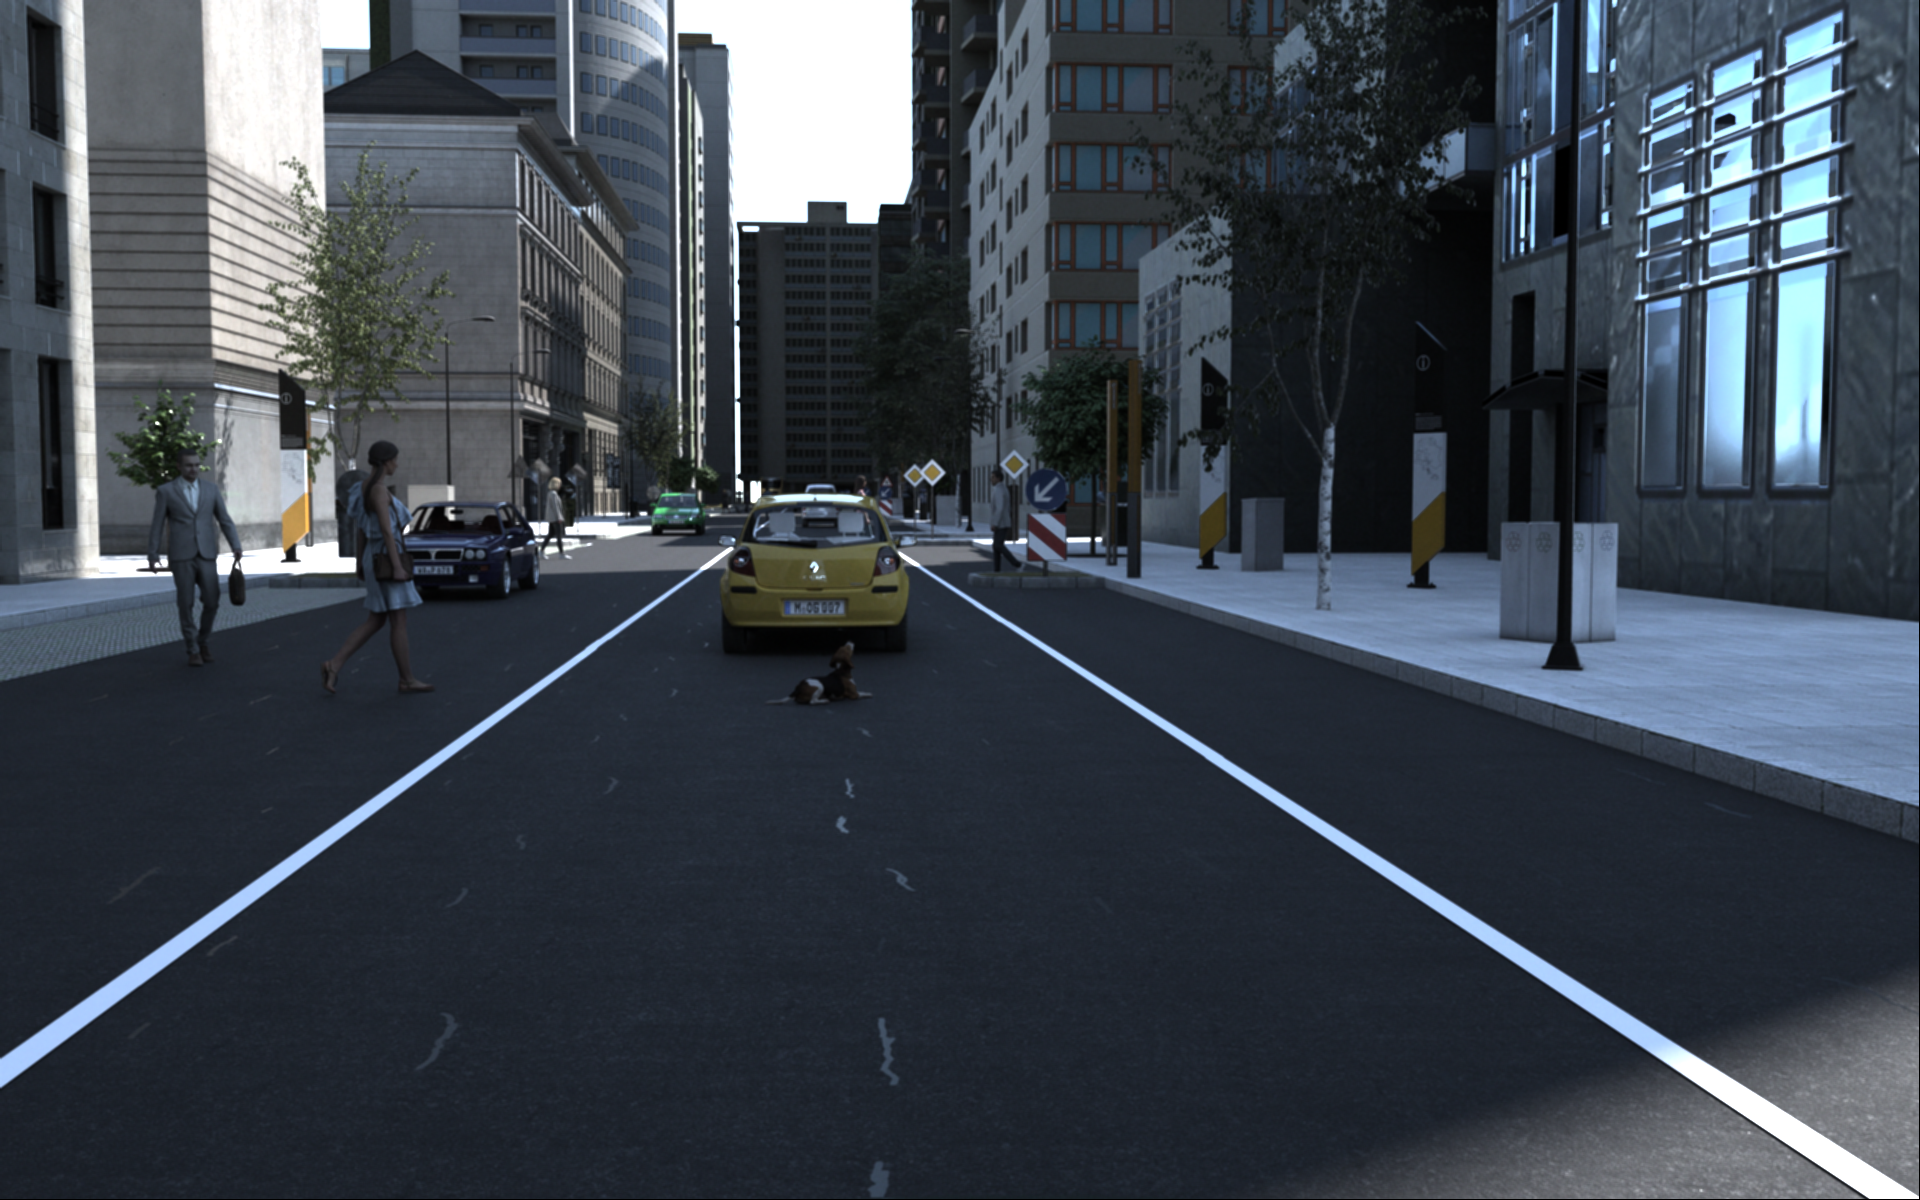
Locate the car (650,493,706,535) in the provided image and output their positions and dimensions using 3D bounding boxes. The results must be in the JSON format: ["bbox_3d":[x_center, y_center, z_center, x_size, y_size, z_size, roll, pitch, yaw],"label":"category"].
[{"bbox_3d":[-9.998,-3.227,61.564,1.959,1.807,4.718,0,4,-7],"label":"car"}]

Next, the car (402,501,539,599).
[{"bbox_3d":[-7.148,-0.749,24.828,1.945,1.354,3.894,0,4,-5],"label":"car"}]

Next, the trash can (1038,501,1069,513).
[{"bbox_3d":[2.034,-1.621,38.153,0.748,1.137,0.748,0,3,0],"label":"trash can"}]

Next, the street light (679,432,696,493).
[{"bbox_3d":[-20.345,-9.577,129.120,1.470,5.913,1.316,0,4,-5],"label":"street light"}]

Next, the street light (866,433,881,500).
[{"bbox_3d":[-6.600,-9.751,131.967,1.470,5.913,1.316,0,4,-5],"label":"street light"}]

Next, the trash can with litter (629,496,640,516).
[{"bbox_3d":[-18.659,-5.401,99.691,0.624,1.170,1.055,-2,4,-30],"label":"trash can with litter"}]

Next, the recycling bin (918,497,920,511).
[{"bbox_3d":[-2.691,-7.265,131.337,0.722,1.027,0.722,-2,4,-32],"label":"recycling bin"}]

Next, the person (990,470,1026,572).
[{"bbox_3d":[0.760,-1.279,29.265,0.795,1.843,0.661,1,4,15],"label":"person"}]

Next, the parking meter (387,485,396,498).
[{"bbox_3d":[-15.212,-2.307,46.128,0.372,1.533,0.369,0,3,0],"label":"parking meter"}]

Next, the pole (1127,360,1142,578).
[{"bbox_3d":[2.664,-1.992,26.419,0.158,3.312,0.155,0,3,0],"label":"pole"}]

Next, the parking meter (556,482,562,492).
[{"bbox_3d":[-16.591,-4.017,71.393,0.255,1.863,0.399,1,4,21],"label":"parking meter"}]

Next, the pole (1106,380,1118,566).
[{"bbox_3d":[2.725,-2.275,31.042,0.158,3.312,0.155,0,3,0],"label":"pole"}]

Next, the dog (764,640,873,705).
[{"bbox_3d":[-0.981,0.500,12.025,0.748,0.427,0.550,0,4,-2],"label":"dog"}]

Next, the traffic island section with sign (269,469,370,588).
[{"bbox_3d":[-9.534,-1.134,27.162,1.989,1.847,2.006,0,4,-5],"label":"traffic island section with sign"}]

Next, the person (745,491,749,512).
[{"bbox_3d":[-16.844,-7.806,137.052,0.530,1.710,0.541,1,4,19],"label":"person"}]

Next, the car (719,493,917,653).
[{"bbox_3d":[-1.411,-0.422,17.120,2.015,1.641,3.980,0,4,-4],"label":"car"}]

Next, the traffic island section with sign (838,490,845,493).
[{"bbox_3d":[-12.914,-10.900,186.843,1.989,1.847,2.006,0,4,-5],"label":"traffic island section with sign"}]

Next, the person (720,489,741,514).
[{"bbox_3d":[-16.837,-7.218,126.730,1.509,1.804,0.699,1,4,12],"label":"person"}]

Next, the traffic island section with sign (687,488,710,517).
[{"bbox_3d":[-16.725,-6.116,108.621,1.989,1.847,2.006,0,4,-5],"label":"traffic island section with sign"}]

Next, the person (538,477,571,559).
[{"bbox_3d":[-8.995,-1.813,38.323,0.728,1.800,0.709,-1,4,-17],"label":"person"}]

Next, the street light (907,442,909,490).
[{"bbox_3d":[-3.391,-7.509,95.314,1.470,5.913,1.316,0,4,-5],"label":"street light"}]

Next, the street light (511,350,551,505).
[{"bbox_3d":[-13.854,-5.090,55.766,1.470,5.913,1.316,0,4,-5],"label":"street light"}]

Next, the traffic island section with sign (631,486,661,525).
[{"bbox_3d":[-14.282,-4.425,80.972,1.989,1.847,2.006,0,4,-5],"label":"traffic island section with sign"}]

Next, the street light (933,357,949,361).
[{"bbox_3d":[-0.205,-5.285,58.945,1.470,5.913,1.316,0,4,-5],"label":"street light"}]

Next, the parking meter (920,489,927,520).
[{"bbox_3d":[-1.779,-4.634,84.185,0.372,1.533,0.369,0,3,0],"label":"parking meter"}]

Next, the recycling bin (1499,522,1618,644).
[{"bbox_3d":[5.263,-0.164,15.241,0.722,1.027,0.722,-2,4,-29],"label":"recycling bin"}]

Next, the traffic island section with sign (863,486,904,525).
[{"bbox_3d":[-3.681,-4.497,82.148,1.989,1.847,2.006,0,4,-5],"label":"traffic island section with sign"}]

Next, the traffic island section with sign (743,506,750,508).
[{"bbox_3d":[-23.438,-10.769,184.701,1.989,1.847,2.006,0,4,-5],"label":"traffic island section with sign"}]

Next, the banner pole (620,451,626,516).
[{"bbox_3d":[-19.980,-6.826,101.628,0.863,3.779,0.401,-1,4,-8],"label":"banner pole"}]

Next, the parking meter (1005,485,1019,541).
[{"bbox_3d":[1.419,-2.368,47.122,0.372,1.533,0.369,0,3,0],"label":"parking meter"}]

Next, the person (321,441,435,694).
[{"bbox_3d":[-4.147,-0.230,12.354,0.778,1.811,0.616,-2,4,-29],"label":"person"}]

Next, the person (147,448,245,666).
[{"bbox_3d":[-6.395,-0.360,14.503,0.709,1.813,0.853,-3,5,-41],"label":"person"}]

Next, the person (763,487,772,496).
[{"bbox_3d":[-10.219,-5.122,92.425,0.721,1.800,0.419,-1,4,-16],"label":"person"}]

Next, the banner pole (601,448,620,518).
[{"bbox_3d":[-19.041,-6.337,93.625,0.401,3.779,0.863,3,5,43],"label":"banner pole"}]

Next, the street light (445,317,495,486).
[{"bbox_3d":[-12.871,-4.458,45.423,1.470,5.913,1.316,0,4,-5],"label":"street light"}]

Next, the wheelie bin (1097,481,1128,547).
[{"bbox_3d":[3.764,-2.110,42.404,0.980,1.594,0.693,-1,4,-13],"label":"wheelie bin"}]

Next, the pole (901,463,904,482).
[{"bbox_3d":[-3.759,-7.345,113.932,0.158,3.312,0.155,0,3,0],"label":"pole"}]

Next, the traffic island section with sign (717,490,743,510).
[{"bbox_3d":[-21.063,-9.127,157.850,1.989,1.847,2.006,0,4,-5],"label":"traffic island section with sign"}]

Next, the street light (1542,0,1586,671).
[{"bbox_3d":[3.907,-2.446,12.535,1.470,5.913,1.316,0,4,-5],"label":"street light"}]

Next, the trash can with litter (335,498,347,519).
[{"bbox_3d":[-20.050,-2.759,56.503,0.624,1.170,1.055,1,4,20],"label":"trash can with litter"}]

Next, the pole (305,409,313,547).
[{"bbox_3d":[-15.684,-2.924,41.657,0.158,3.312,0.155,0,3,0],"label":"pole"}]

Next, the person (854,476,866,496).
[{"bbox_3d":[-2.079,-1.749,37.106,0.388,1.821,0.555,-2,4,-30],"label":"person"}]

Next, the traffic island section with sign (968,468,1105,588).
[{"bbox_3d":[1.155,-1.148,27.400,1.989,1.847,2.006,0,4,-5],"label":"traffic island section with sign"}]

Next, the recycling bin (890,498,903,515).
[{"bbox_3d":[-3.884,-5.711,105.921,0.722,1.027,0.722,-1,4,-13],"label":"recycling bin"}]

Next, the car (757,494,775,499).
[{"bbox_3d":[-17.840,-9.316,161.359,2.155,1.783,4.494,0,4,-7],"label":"car"}]

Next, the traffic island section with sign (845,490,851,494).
[{"bbox_3d":[-6.068,-6.156,109.276,1.989,1.847,2.006,0,4,-5],"label":"traffic island section with sign"}]

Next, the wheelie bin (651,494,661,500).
[{"bbox_3d":[-18.711,-6.048,106.789,0.693,1.594,0.980,0,4,6],"label":"wheelie bin"}]

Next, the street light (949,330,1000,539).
[{"bbox_3d":[0.550,-4.684,49.129,1.470,5.913,1.316,0,4,-5],"label":"street light"}]

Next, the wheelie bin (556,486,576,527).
[{"bbox_3d":[-15.225,-3.607,66.883,0.693,1.594,0.980,1,4,23],"label":"wheelie bin"}]

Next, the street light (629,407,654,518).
[{"bbox_3d":[-17.068,-7.361,92.889,1.470,5.913,1.316,0,4,-5],"label":"street light"}]

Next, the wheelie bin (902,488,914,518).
[{"bbox_3d":[-2.726,-5.158,92.235,0.693,1.594,0.980,0,4,8],"label":"wheelie bin"}]
